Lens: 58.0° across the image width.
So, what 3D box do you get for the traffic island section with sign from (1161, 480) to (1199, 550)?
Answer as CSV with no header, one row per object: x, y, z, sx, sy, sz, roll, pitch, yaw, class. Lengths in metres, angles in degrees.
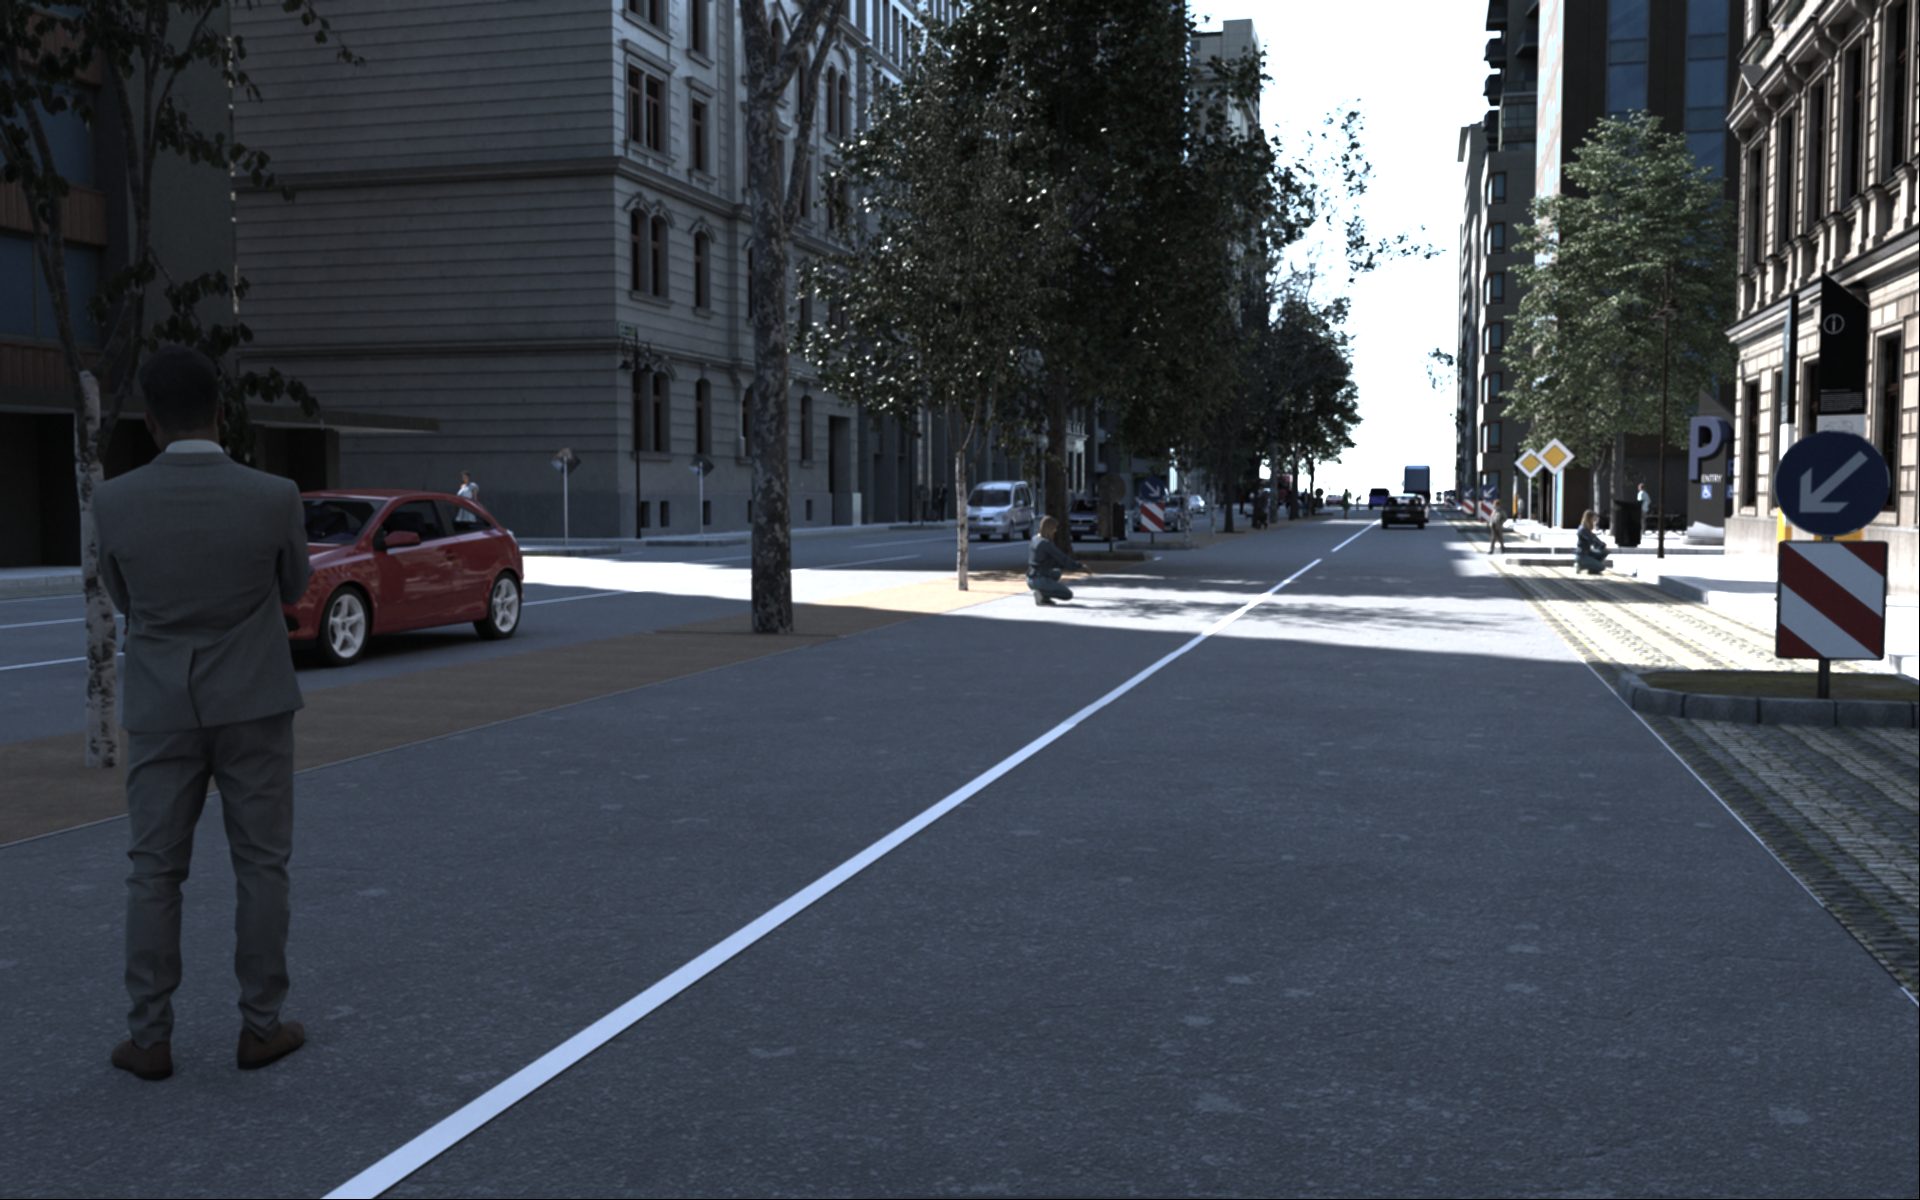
5.115,-2.263,45.130,2.006,1.907,1.989,1,4,15,traffic island section with sign

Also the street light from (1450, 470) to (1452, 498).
69.407,-16.533,243.100,0.468,5.910,1.993,1,4,15,street light

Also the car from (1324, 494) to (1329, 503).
57.254,-15.607,266.967,2.131,1.459,4.920,1,4,16,car

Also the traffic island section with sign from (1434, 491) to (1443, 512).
39.534,-8.024,139.818,1.989,1.847,2.006,1,4,15,traffic island section with sign

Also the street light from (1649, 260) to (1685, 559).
13.948,-3.762,34.296,0.468,5.910,1.993,1,4,15,street light

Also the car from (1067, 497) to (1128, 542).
4.021,-2.457,52.757,1.945,1.354,3.894,1,4,15,car

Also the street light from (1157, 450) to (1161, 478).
17.159,-10.762,148.744,0.468,5.910,1.993,1,4,15,street light

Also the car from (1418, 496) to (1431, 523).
22.490,-4.540,86.595,2.083,1.381,4.827,1,4,16,car

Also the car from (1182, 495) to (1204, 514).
16.896,-7.034,127.360,2.083,1.381,4.827,1,4,13,car

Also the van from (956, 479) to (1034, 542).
1.106,-2.833,53.333,2.013,2.044,4.112,1,4,15,van

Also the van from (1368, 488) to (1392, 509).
39.841,-9.790,164.446,2.240,2.365,5.245,1,4,15,van

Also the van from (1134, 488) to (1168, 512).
12.067,-6.223,108.760,2.013,2.044,4.112,1,4,17,van

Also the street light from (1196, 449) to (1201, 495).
23.965,-12.311,174.073,0.468,5.910,1.993,1,4,15,street light

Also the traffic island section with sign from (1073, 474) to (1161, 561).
3.206,-1.825,37.972,2.006,1.907,1.989,1,4,15,traffic island section with sign

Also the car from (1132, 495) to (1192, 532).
7.829,-3.343,66.661,2.014,1.417,4.499,1,4,17,car

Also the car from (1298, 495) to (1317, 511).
28.979,-8.149,145.235,2.014,1.417,4.499,1,4,15,car

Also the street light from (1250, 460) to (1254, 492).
38.698,-15.721,229.827,0.468,5.910,1.993,1,4,15,street light

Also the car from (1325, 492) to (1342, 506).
43.935,-11.861,202.963,2.155,1.783,4.494,1,4,14,car

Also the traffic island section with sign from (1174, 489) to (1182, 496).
18.254,-8.345,145.068,1.989,1.847,2.006,1,4,15,traffic island section with sign

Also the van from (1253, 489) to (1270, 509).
25.589,-8.452,145.208,2.013,2.044,4.112,1,4,13,van

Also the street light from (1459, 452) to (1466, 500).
54.807,-13.182,188.319,0.468,5.910,1.993,1,4,15,street light

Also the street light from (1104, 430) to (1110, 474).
10.519,-9.210,123.371,0.468,5.910,1.993,1,4,15,street light

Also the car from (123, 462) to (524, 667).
-5.653,-0.415,15.830,2.155,1.783,4.494,1,4,13,car

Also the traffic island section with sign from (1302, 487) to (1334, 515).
24.380,-6.705,117.766,2.006,1.907,1.989,1,4,15,traffic island section with sign

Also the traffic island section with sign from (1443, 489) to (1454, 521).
26.678,-5.060,91.355,1.989,1.847,2.006,1,4,15,traffic island section with sign

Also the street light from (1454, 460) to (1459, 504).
62.546,-14.958,217.344,0.468,5.910,1.993,1,4,15,street light

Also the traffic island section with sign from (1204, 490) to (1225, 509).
25.172,-9.939,171.124,1.989,1.847,2.006,1,4,15,traffic island section with sign

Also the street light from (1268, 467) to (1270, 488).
45.648,-17.301,255.662,0.468,5.910,1.993,1,4,15,street light

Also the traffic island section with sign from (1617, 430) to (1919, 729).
5.512,-0.179,11.558,1.989,1.847,2.006,1,4,15,traffic island section with sign

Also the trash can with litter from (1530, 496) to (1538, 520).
28.309,-4.514,85.196,0.624,1.170,1.055,1,4,19,trash can with litter

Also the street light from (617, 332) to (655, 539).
-9.214,-4.691,49.489,0.468,5.910,1.993,1,4,15,street light

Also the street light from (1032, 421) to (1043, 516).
4.505,-7.849,101.122,0.468,5.910,1.993,1,4,15,street light

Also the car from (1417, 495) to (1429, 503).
36.451,-7.689,138.301,1.945,1.354,3.894,1,4,13,car

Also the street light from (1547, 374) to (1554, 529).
21.862,-5.580,64.013,0.468,5.910,1.993,1,4,15,street light

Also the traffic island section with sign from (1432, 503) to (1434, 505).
46.476,-9.621,165.937,1.989,1.847,2.006,1,4,15,traffic island section with sign

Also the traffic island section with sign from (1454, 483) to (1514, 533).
19.597,-3.426,64.641,1.989,1.847,2.006,1,4,15,traffic island section with sign

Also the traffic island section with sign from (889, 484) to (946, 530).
-1.639,-3.760,70.105,1.989,1.847,2.006,1,4,15,traffic island section with sign

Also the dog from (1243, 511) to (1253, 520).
15.692,-4.567,93.957,0.540,0.507,0.406,-1,4,-19,dog

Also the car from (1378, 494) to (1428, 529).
18.467,-3.816,72.176,2.009,1.686,4.222,1,4,14,car

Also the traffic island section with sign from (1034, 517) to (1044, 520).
5.280,-5.355,96.179,1.989,1.847,2.006,1,4,15,traffic island section with sign

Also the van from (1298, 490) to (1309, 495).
37.812,-11.301,191.775,2.013,2.044,4.112,1,4,16,van

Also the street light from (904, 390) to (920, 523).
-2.163,-6.298,75.757,0.468,5.910,1.993,1,4,15,street light
